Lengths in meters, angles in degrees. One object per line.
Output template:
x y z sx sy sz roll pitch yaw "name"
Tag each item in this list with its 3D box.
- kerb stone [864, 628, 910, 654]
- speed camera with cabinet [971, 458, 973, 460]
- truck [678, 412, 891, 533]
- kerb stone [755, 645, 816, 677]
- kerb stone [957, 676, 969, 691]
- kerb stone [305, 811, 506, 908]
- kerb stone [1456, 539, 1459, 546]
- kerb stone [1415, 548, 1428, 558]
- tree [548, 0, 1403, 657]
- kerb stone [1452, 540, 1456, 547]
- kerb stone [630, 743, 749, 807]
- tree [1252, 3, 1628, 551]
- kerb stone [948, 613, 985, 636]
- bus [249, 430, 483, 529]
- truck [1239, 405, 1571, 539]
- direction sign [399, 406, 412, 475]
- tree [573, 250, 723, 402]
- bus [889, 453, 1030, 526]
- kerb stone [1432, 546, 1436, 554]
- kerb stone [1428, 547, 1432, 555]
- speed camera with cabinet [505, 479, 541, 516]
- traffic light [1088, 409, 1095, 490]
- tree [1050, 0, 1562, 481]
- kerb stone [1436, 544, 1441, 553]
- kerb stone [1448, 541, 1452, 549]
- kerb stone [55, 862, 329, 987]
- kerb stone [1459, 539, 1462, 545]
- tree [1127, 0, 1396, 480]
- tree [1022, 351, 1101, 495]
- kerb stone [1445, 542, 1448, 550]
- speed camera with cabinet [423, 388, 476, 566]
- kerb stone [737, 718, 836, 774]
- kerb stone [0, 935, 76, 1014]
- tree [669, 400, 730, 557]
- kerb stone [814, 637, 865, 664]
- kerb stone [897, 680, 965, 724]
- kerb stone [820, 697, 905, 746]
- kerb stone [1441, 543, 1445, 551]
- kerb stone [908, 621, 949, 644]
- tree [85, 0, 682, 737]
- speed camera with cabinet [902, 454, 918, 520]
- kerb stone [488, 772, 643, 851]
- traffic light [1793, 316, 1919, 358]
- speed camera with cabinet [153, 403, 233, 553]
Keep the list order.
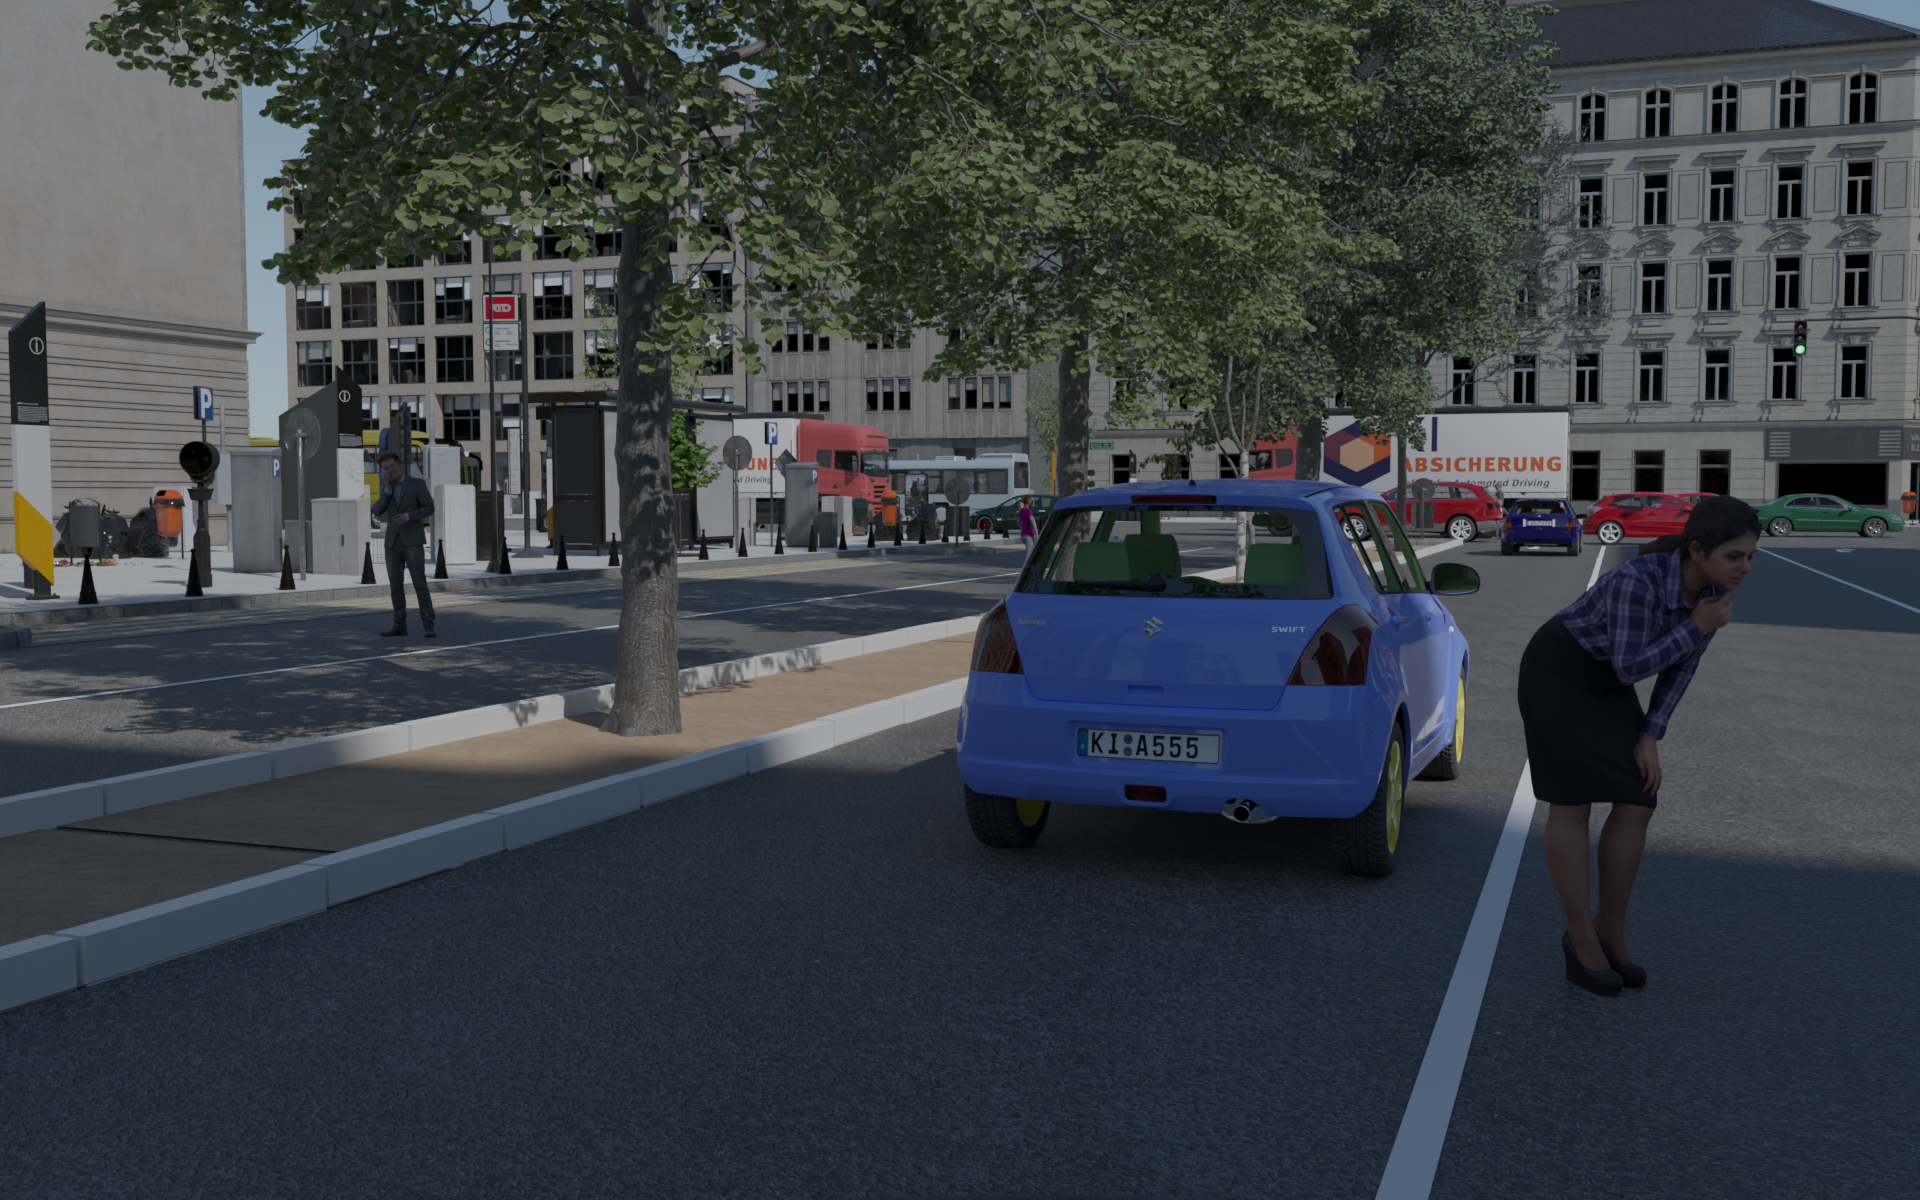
-0.726 0.393 15.866 0.120 0.150 1.000 1 4 21 "kerb stone"
0.231 -6.109 94.221 2.038 3.252 0.660 -3 4 -37 "speed camera with cabinet"
-7.318 -4.403 60.909 11.283 4.237 2.839 1 4 21 "truck"
-1.454 0.505 13.946 0.120 0.150 1.000 1 4 21 "kerb stone"
0.148 0.608 12.259 0.120 0.150 1.000 1 4 21 "kerb stone"
-2.062 0.962 6.480 0.120 0.150 1.000 1 4 21 "kerb stone"
13.338 -1.511 46.905 0.120 0.150 1.000 1 4 21 "kerb stone"
10.411 -1.040 39.198 0.120 0.150 1.000 1 4 21 "kerb stone"
1.209 -5.958 18.005 7.486 12.596 7.792 0 3 0 "tree"
12.977 -1.450 45.930 0.120 0.150 1.000 1 4 21 "kerb stone"
-1.324 0.848 8.407 0.120 0.150 1.000 1 4 21 "kerb stone"
10.878 -7.921 42.331 12.009 13.543 11.850 0 3 0 "tree"
0.003 0.273 17.784 0.120 0.150 1.000 1 4 21 "kerb stone"
-24.801 -4.687 68.173 12.252 3.916 2.896 1 4 19 "bus"
14.355 -4.211 57.769 11.283 4.237 2.839 1 4 20 "truck"
-14.386 -3.241 44.988 0.379 3.537 0.876 -2 4 -35 "direction sign"
-8.611 -6.062 49.471 4.737 8.622 4.395 0 3 0 "tree"
-3.445 -5.264 80.928 13.247 3.499 2.948 1 4 19 "bus"
11.140 -1.158 41.122 0.120 0.150 1.000 1 4 21 "kerb stone"
10.768 -1.099 40.165 0.120 0.150 1.000 1 4 21 "kerb stone"
-26.163 -6.687 103.671 2.038 3.252 0.660 0 4 0 "speed camera with cabinet"
3.605 -3.855 51.946 0.839 4.253 0.868 1 4 21 "traffic light"
6.480 -7.529 32.205 9.857 13.997 8.962 0 3 0 "tree"
11.507 -1.217 42.092 0.120 0.150 1.000 1 4 21 "kerb stone"
12.604 -1.386 44.975 0.120 0.150 1.000 1 4 21 "kerb stone"
-2.415 1.020 5.515 0.120 0.150 1.000 1 4 21 "kerb stone"
13.703 -1.566 47.871 0.120 0.150 1.000 1 4 21 "kerb stone"
4.076 -4.397 24.708 4.360 8.622 3.978 0 3 0 "tree"
4.986 -8.543 90.043 4.737 8.622 4.395 0 3 0 "tree"
12.238 -1.335 44.016 0.120 0.150 1.000 1 4 21 "kerb stone"
-9.411 -2.299 31.919 0.660 3.252 2.038 -2 4 -26 "speed camera with cabinet"
-0.950 0.791 9.362 0.120 0.150 1.000 1 4 21 "kerb stone"
-2.787 1.079 4.559 0.120 0.150 1.000 1 4 21 "kerb stone"
-5.758 -2.500 35.477 1.663 3.219 1.824 0 3 0 "tree"
-1.099 0.446 14.910 0.120 0.150 1.000 1 4 21 "kerb stone"
-0.218 0.667 11.288 0.120 0.150 1.000 1 4 21 "kerb stone"
-0.590 0.726 10.330 0.120 0.150 1.000 1 4 21 "kerb stone"
11.882 -1.275 43.047 0.120 0.150 1.000 1 4 21 "kerb stone"
-0.365 0.328 16.826 0.120 0.150 1.000 1 4 21 "kerb stone"
-1.829 -5.495 10.430 7.486 12.596 7.792 0 3 0 "tree"
-2.672 -5.562 85.271 0.660 3.252 2.038 -3 5 -39 "speed camera with cabinet"
-1.691 0.903 7.438 0.120 0.150 1.000 1 4 21 "kerb stone"
23.787 -4.250 44.156 4.771 5.953 1.251 1 4 21 "traffic light"
-16.813 -2.673 38.046 2.038 3.252 0.660 2 4 26 "speed camera with cabinet"
